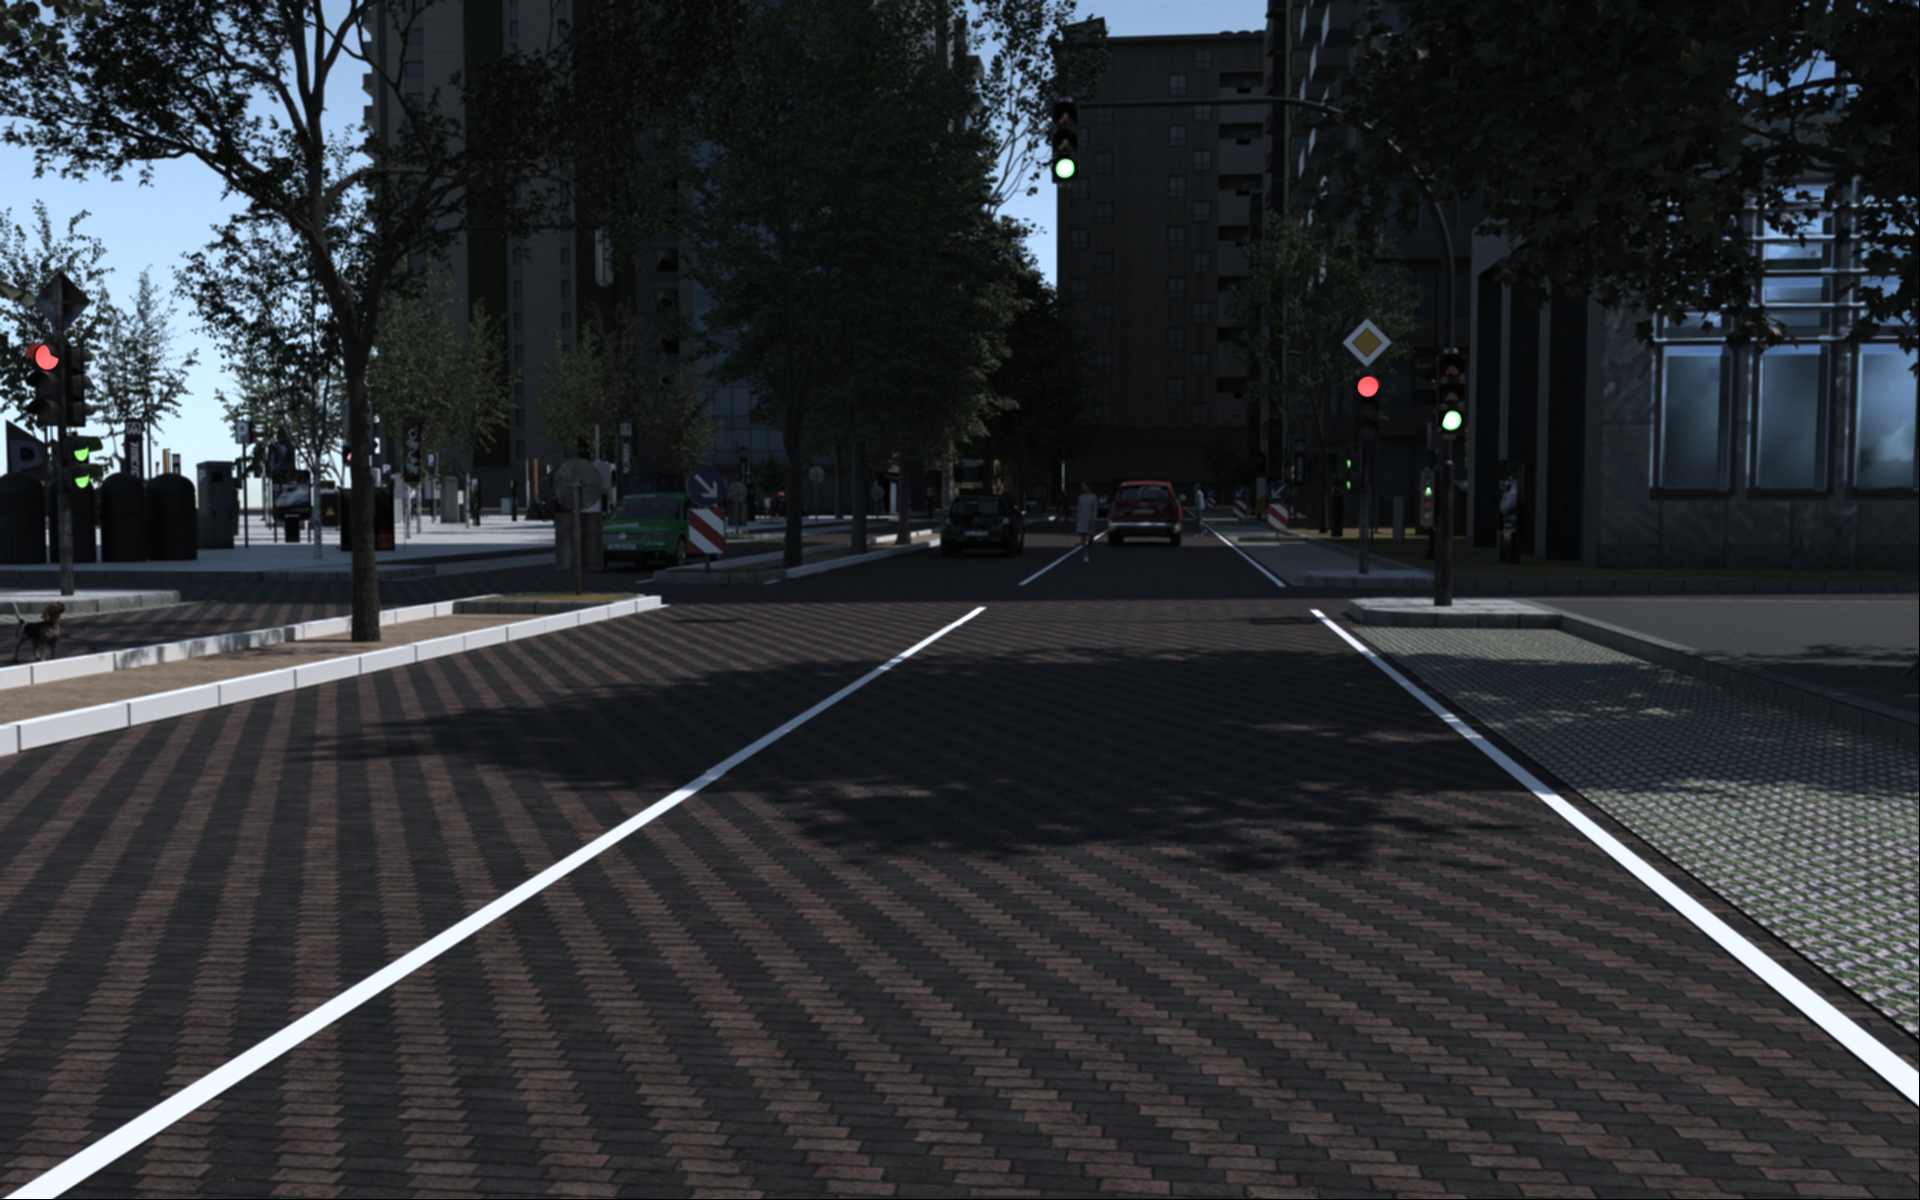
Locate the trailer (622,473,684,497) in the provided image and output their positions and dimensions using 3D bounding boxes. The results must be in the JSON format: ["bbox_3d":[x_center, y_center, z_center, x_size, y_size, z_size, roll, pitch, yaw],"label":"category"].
[{"bbox_3d":[-8.472,-2.445,47.030,1.471,1.999,3.904,0,4,7],"label":"trailer"}]

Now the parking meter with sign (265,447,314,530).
[{"bbox_3d":[-23.828,-4.016,61.926,1.738,3.016,0.543,-2,4,-33],"label":"parking meter with sign"}]

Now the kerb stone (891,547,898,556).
[{"bbox_3d":[-1.638,-1.101,40.197,0.120,0.150,1.000,0,4,7],"label":"kerb stone"}]

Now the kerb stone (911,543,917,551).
[{"bbox_3d":[-1.269,-1.288,43.249,0.120,0.150,1.000,0,4,7],"label":"kerb stone"}]

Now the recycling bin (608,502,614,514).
[{"bbox_3d":[-20.294,-5.344,99.927,0.722,1.027,0.722,1,4,16],"label":"recycling bin"}]

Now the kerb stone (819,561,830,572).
[{"bbox_3d":[-2.600,-0.600,32.039,0.120,0.150,1.000,0,4,7],"label":"kerb stone"}]

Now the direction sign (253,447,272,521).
[{"bbox_3d":[-33.652,-5.604,83.626,0.876,3.537,0.379,0,4,4],"label":"direction sign"}]

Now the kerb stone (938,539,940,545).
[{"bbox_3d":[-0.664,-1.598,48.329,0.120,0.150,1.000,0,4,7],"label":"kerb stone"}]

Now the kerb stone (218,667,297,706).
[{"bbox_3d":[-4.979,0.614,12.158,0.120,0.150,1.000,0,4,7],"label":"kerb stone"}]

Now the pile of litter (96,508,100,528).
[{"bbox_3d":[-32.042,-3.150,65.471,1.176,0.858,1.719,-1,4,-22],"label":"pile of litter"}]

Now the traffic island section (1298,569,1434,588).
[{"bbox_3d":[6.506,-0.340,27.839,2.009,0.180,2.903,0,4,7],"label":"traffic island section"}]

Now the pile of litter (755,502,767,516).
[{"bbox_3d":[-12.067,-5.343,101.316,1.719,0.858,1.176,1,4,9],"label":"pile of litter"}]

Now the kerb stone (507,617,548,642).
[{"bbox_3d":[-4.369,0.303,17.245,0.120,0.150,1.000,0,4,7],"label":"kerb stone"}]

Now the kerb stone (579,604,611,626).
[{"bbox_3d":[-4.131,0.179,19.275,0.120,0.150,1.000,0,4,7],"label":"kerb stone"}]

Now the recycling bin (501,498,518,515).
[{"bbox_3d":[-27.794,-5.769,106.880,0.722,1.027,0.722,2,4,30],"label":"recycling bin"}]

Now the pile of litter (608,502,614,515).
[{"bbox_3d":[-19.221,-4.978,95.354,1.719,0.858,1.176,-1,4,-14],"label":"pile of litter"}]

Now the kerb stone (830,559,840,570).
[{"bbox_3d":[-2.493,-0.664,33.059,0.120,0.150,1.000,0,4,7],"label":"kerb stone"}]

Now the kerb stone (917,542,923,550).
[{"bbox_3d":[-1.151,-1.350,44.264,0.120,0.150,1.000,0,4,7],"label":"kerb stone"}]

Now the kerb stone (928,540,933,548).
[{"bbox_3d":[-0.909,-1.474,46.294,0.120,0.150,1.000,0,4,7],"label":"kerb stone"}]

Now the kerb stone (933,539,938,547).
[{"bbox_3d":[-0.784,-1.532,47.313,0.120,0.150,1.000,0,4,7],"label":"kerb stone"}]

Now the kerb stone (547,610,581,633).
[{"bbox_3d":[-4.254,0.241,18.261,0.120,0.150,1.000,0,4,7],"label":"kerb stone"}]

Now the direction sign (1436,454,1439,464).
[{"bbox_3d":[15.607,-3.940,56.419,0.379,3.537,0.876,-1,4,-14],"label":"direction sign"}]

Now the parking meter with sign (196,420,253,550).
[{"bbox_3d":[-17.425,-2.703,40.453,0.543,3.016,1.738,2,4,32],"label":"parking meter with sign"}]

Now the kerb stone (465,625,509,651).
[{"bbox_3d":[-4.498,0.365,16.232,0.120,0.150,1.000,0,4,7],"label":"kerb stone"}]

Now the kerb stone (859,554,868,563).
[{"bbox_3d":[-2.123,-0.851,36.116,0.120,0.150,1.000,0,4,7],"label":"kerb stone"}]

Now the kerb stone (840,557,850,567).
[{"bbox_3d":[-2.366,-0.727,34.086,0.120,0.150,1.000,0,4,7],"label":"kerb stone"}]

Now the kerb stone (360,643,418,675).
[{"bbox_3d":[-4.734,0.494,14.191,0.120,0.150,1.000,0,4,7],"label":"kerb stone"}]

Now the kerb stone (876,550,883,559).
[{"bbox_3d":[-1.882,-0.971,38.162,0.120,0.150,1.000,0,4,7],"label":"kerb stone"}]

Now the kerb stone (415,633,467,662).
[{"bbox_3d":[-4.615,0.427,15.216,0.120,0.150,1.000,0,4,7],"label":"kerb stone"}]

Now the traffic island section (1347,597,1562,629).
[{"bbox_3d":[5.561,0.145,19.910,2.009,0.180,2.903,0,4,7],"label":"traffic island section"}]

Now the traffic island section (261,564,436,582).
[{"bbox_3d":[-10.366,-0.463,29.847,2.009,0.180,2.903,0,4,7],"label":"traffic island section"}]

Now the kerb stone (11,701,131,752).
[{"bbox_3d":[-5.221,0.738,10.129,0.120,0.150,1.000,0,4,7],"label":"kerb stone"}]

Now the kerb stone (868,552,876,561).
[{"bbox_3d":[-1.999,-0.905,37.145,0.120,0.150,1.000,0,4,7],"label":"kerb stone"}]

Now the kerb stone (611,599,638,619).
[{"bbox_3d":[-4.011,0.118,20.296,0.120,0.150,1.000,0,4,7],"label":"kerb stone"}]

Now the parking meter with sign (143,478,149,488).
[{"bbox_3d":[-39.252,-5.343,83.612,1.738,3.016,0.543,-2,4,-23],"label":"parking meter with sign"}]

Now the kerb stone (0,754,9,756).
[{"bbox_3d":[-5.342,0.800,9.108,0.120,0.150,1.000,0,4,7],"label":"kerb stone"}]

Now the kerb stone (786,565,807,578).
[{"bbox_3d":[-2.848,-0.477,30.001,0.120,0.150,1.000,0,4,7],"label":"kerb stone"}]

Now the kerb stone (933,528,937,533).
[{"bbox_3d":[-1.064,-2.484,62.812,0.120,0.150,1.000,0,4,7],"label":"kerb stone"}]

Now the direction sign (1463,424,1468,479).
[{"bbox_3d":[16.569,-3.941,56.435,0.379,3.537,0.876,3,4,37],"label":"direction sign"}]

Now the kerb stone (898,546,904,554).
[{"bbox_3d":[-1.515,-1.163,41.215,0.120,0.150,1.000,0,4,7],"label":"kerb stone"}]

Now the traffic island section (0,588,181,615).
[{"bbox_3d":[-11.310,0.022,21.918,2.009,0.180,2.903,0,4,7],"label":"traffic island section"}]

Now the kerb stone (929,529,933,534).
[{"bbox_3d":[-1.173,-2.422,61.796,0.120,0.150,1.000,0,4,7],"label":"kerb stone"}]

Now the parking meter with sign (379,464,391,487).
[{"bbox_3d":[-33.740,-6.433,101.447,0.543,3.016,1.738,-2,4,-29],"label":"parking meter with sign"}]

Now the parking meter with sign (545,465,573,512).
[{"bbox_3d":[-23.734,-6.518,102.828,1.738,3.016,0.543,2,4,26],"label":"parking meter with sign"}]

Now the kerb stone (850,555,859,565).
[{"bbox_3d":[-2.241,-0.789,35.101,0.120,0.150,1.000,0,4,7],"label":"kerb stone"}]

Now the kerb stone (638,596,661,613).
[{"bbox_3d":[-3.881,0.054,21.310,0.120,0.150,1.000,0,4,7],"label":"kerb stone"}]

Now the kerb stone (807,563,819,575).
[{"bbox_3d":[-2.734,-0.539,31.018,0.120,0.150,1.000,0,4,7],"label":"kerb stone"}]

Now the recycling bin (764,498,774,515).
[{"bbox_3d":[-11.488,-5.663,105.150,0.722,1.027,0.722,-1,4,-12],"label":"recycling bin"}]

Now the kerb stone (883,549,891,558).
[{"bbox_3d":[-1.750,-1.039,39.181,0.120,0.150,1.000,0,4,7],"label":"kerb stone"}]

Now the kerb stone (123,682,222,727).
[{"bbox_3d":[-5.097,0.676,11.143,0.120,0.150,1.000,0,4,7],"label":"kerb stone"}]

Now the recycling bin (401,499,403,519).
[{"bbox_3d":[-28.738,-4.606,87.865,0.722,1.027,0.722,-3,4,-37],"label":"recycling bin"}]

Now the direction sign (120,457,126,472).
[{"bbox_3d":[-51.589,-7.026,106.870,0.876,3.537,0.379,3,5,41],"label":"direction sign"}]

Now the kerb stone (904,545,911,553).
[{"bbox_3d":[-1.393,-1.224,42.230,0.120,0.150,1.000,0,4,7],"label":"kerb stone"}]

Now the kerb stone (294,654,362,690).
[{"bbox_3d":[-4.857,0.552,13.176,0.120,0.150,1.000,0,4,7],"label":"kerb stone"}]

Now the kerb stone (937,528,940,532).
[{"bbox_3d":[-0.935,-2.544,63.840,0.120,0.150,1.000,0,4,7],"label":"kerb stone"}]

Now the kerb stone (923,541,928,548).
[{"bbox_3d":[-1.038,-1.412,45.280,0.120,0.150,1.000,0,4,7],"label":"kerb stone"}]

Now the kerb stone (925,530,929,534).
[{"bbox_3d":[-1.300,-2.352,60.782,0.120,0.150,1.000,0,4,7],"label":"kerb stone"}]
